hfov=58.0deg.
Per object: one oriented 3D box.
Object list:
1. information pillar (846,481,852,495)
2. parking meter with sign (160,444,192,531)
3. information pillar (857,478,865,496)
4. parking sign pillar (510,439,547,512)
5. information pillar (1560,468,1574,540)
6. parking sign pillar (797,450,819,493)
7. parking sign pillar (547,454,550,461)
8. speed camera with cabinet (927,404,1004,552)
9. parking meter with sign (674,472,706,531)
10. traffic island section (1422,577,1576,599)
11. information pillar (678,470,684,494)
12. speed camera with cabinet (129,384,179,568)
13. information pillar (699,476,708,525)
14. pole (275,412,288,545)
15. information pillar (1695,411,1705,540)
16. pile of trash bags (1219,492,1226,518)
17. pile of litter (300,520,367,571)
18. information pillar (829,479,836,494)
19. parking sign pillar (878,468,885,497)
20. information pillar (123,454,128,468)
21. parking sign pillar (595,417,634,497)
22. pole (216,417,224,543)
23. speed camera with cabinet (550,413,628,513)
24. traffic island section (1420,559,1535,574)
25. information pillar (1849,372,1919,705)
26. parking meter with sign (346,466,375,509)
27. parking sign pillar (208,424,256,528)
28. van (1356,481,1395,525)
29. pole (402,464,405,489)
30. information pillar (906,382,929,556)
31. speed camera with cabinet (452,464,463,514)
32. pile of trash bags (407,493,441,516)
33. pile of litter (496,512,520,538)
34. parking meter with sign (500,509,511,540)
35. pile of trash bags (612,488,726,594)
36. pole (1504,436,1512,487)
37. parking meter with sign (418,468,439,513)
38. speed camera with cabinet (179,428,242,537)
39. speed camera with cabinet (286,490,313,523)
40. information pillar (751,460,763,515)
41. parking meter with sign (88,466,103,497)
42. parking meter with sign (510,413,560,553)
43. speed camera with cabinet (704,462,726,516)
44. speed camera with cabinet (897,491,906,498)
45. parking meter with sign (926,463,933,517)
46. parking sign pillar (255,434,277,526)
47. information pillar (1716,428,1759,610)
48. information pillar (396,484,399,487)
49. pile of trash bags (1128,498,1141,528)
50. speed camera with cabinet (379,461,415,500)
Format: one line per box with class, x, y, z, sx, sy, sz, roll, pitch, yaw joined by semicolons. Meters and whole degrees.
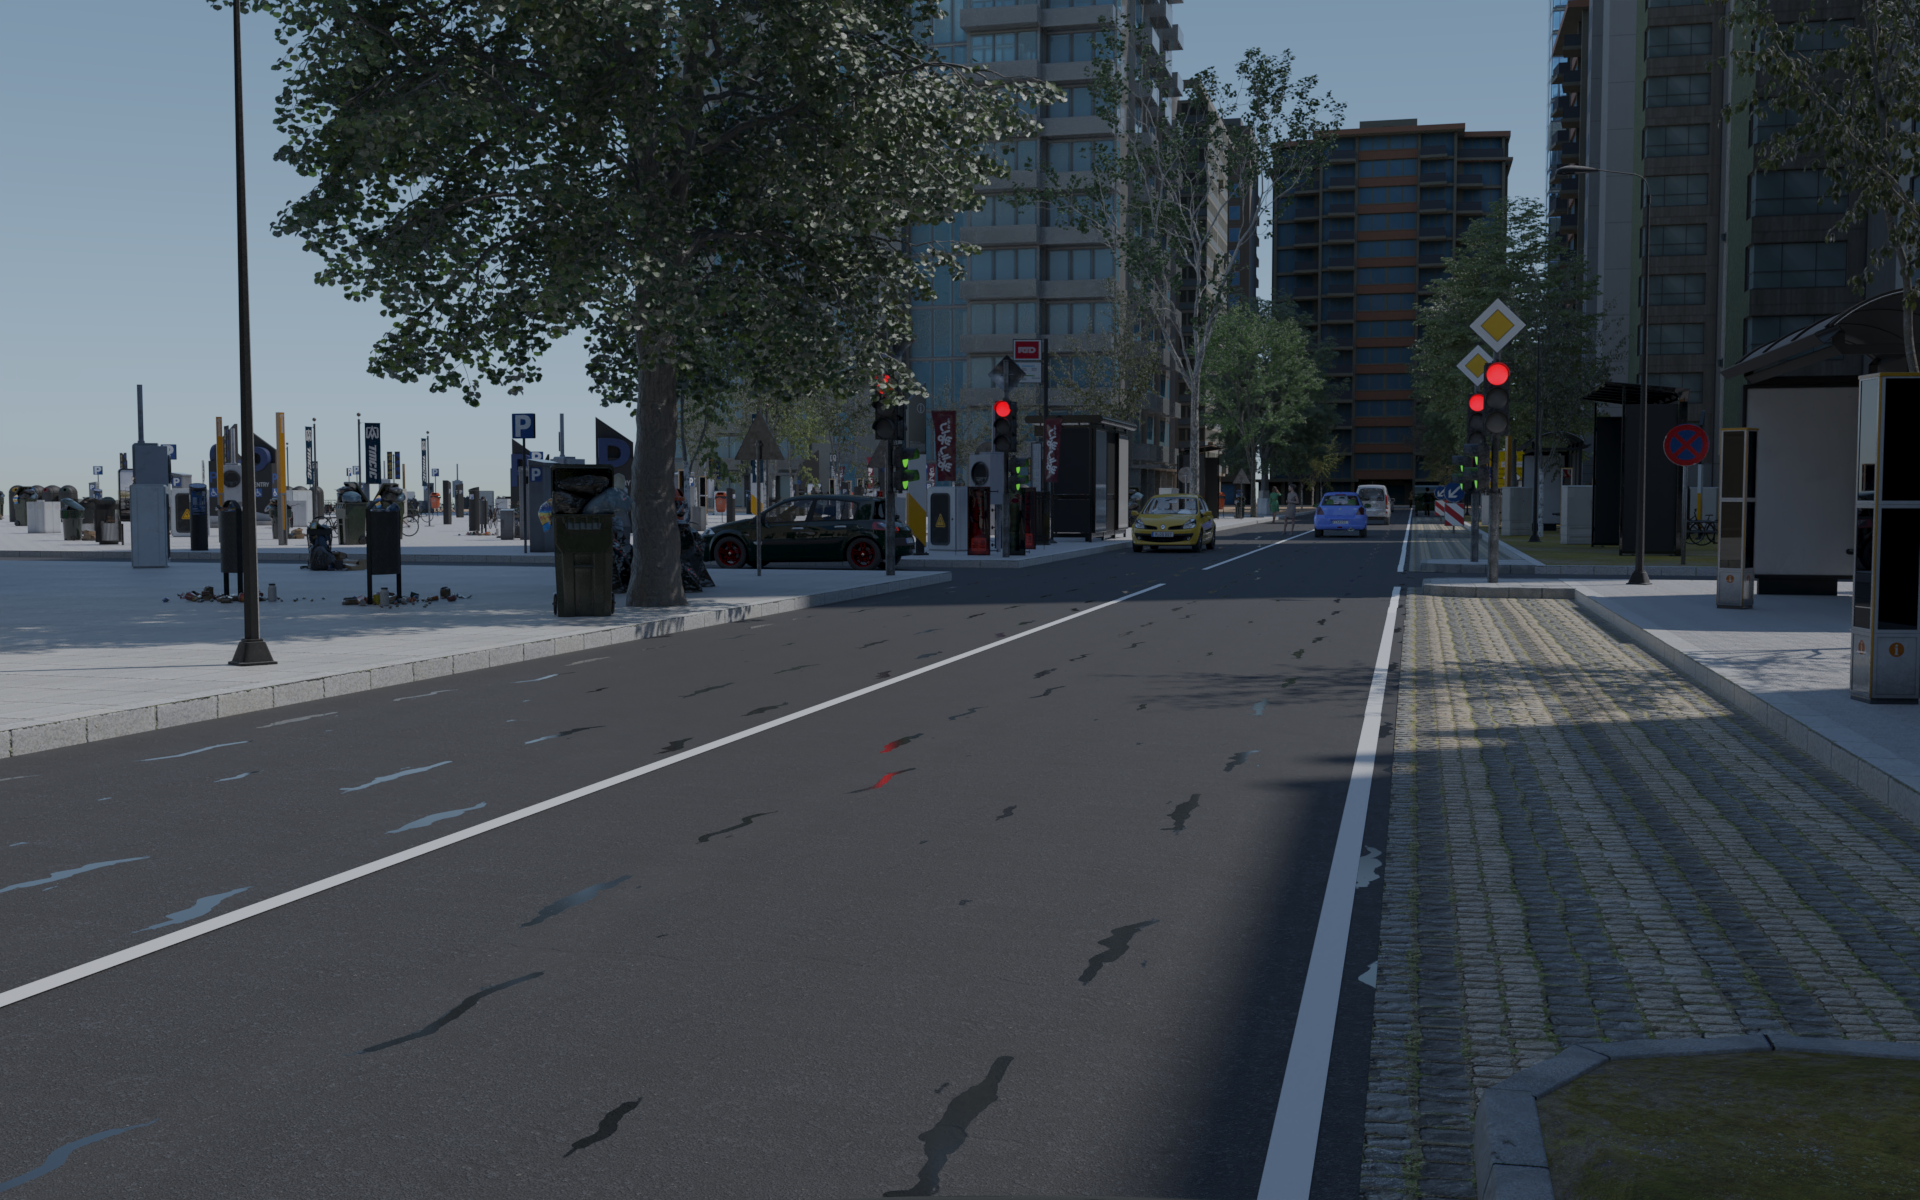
information pillar;-6.182;-5.616;96.318;0.304;2.012;0.304;0;4;4
parking meter with sign;-27.534;-3.980;61.342;0.543;3.016;1.738;0;4;6
information pillar;-4.664;-4.717;81.618;0.304;2.012;0.304;1;4;11
parking sign pillar;-21.119;-5.843;84.007;1.447;3.967;1.447;0;4;7
information pillar;17.061;-2.704;48.709;0.304;2.012;0.304;2;4;23
parking sign pillar;-9.229;-7.150;105.368;1.447;3.967;1.447;-3;4;-36
parking sign pillar;-27.883;-7.804;116.062;1.447;3.967;1.447;0;4;5
speed camera with cabinet;0.146;-2.713;38.695;0.660;3.252;2.038;-3;5;-44
parking meter with sign;-9.582;-3.894;59.922;1.738;3.016;0.543;2;4;27
traffic island section;7.724;-0.169;25.046;2.009;0.180;2.903;1;4;15
information pillar;-8.319;-2.914;52.137;0.304;2.012;0.304;0;4;-6
speed camera with cabinet;-14.370;-2.228;30.766;0.660;3.252;2.038;-1;4;-22
information pillar;-10.621;-4.111;71.705;0.304;2.012;0.304;0;4;3
pole;-16.928;-3.019;43.209;0.158;3.312;0.155;0;3;0
information pillar;20.776;-3.500;48.579;0.183;3.616;0.504;2;4;30
pile of trash bags;13.202;-5.154;94.013;1.912;1.369;3.447;-2;4;-32
pile of litter;-10.668;-0.952;29.535;1.176;0.858;1.719;-1;4;-14
information pillar;-6.105;-4.825;83.386;0.304;2.012;0.304;1;4;16
parking sign pillar;-4.310;-6.759;98.979;1.447;3.967;1.447;1;4;12
information pillar;-48.559;-6.691;100.754;0.504;3.616;0.183;3;4;37
parking sign pillar;-12.031;-4.401;60.429;1.447;3.967;1.447;-1;4;-15
pole;-19.511;-3.171;45.691;0.158;3.312;0.155;0;3;0
speed camera with cabinet;-9.067;-2.935;42.321;2.038;3.252;0.660;2;4;31
traffic island section;9.751;-0.642;32.771;2.009;0.180;2.903;1;4;15
information pillar;5.708;-0.376;10.637;0.304;2.012;0.304;0;4;4
parking meter with sign;-39.979;-7.299;115.602;1.738;3.016;0.543;0;4;7
parking sign pillar;-27.955;-4.727;65.764;1.447;3.967;1.447;1;4;11
van;19.367;-4.547;81.348;2.013;2.044;4.112;1;4;15
pole;-37.401;-7.502;116.501;0.158;3.312;0.155;0;3;0
information pillar;-0.900;-2.739;36.139;0.504;3.616;0.183;-3;5;-41
speed camera with cabinet;-32.187;-7.284;113.429;2.038;3.252;0.660;-1;4;-16
pile of trash bags;-31.596;-5.515;99.917;3.447;1.369;1.912;0;4;7
pile of litter;-12.947;-2.250;50.758;1.176;0.858;1.719;-2;4;-32
parking meter with sign;-12.000;-3.198;48.548;1.738;3.016;0.543;0;4;-6
pile of trash bags;-4.284;-0.865;23.896;1.912;1.369;3.447;0;4;1
pole;19.278;-4.105;60.965;0.158;3.312;0.155;0;3;0
parking meter with sign;-35.954;-7.392;117.118;0.543;3.016;1.738;1;4;18
speed camera with cabinet;-22.526;-3.521;51.908;2.038;3.252;0.660;-1;4;-13
speed camera with cabinet;-29.585;-5.006;76.181;0.660;3.252;2.038;3;4;38
information pillar;-8.122;-4.770;69.336;0.504;3.616;0.183;0;4;0
parking meter with sign;-53.364;-6.754;106.692;0.543;3.016;1.738;0;4;-8
parking meter with sign;-9.135;-2.564;38.190;0.543;3.016;1.738;1;4;19
speed camera with cabinet;-14.613;-6.701;103.892;2.038;3.252;0.660;2;4;30
speed camera with cabinet;-2.508;-5.508;84.386;0.660;3.252;2.038;1;4;16
parking meter with sign;-1.850;-6.189;97.450;0.543;3.016;1.738;-1;4;-16
parking sign pillar;-28.656;-5.045;70.956;1.447;3.967;1.447;1;4;11
information pillar;8.691;-0.910;19.368;0.304;2.012;0.304;-3;5;-43
information pillar;-39.660;-7.189;122.033;0.304;2.012;0.304;-1;4;-9
pile of trash bags;6.235;-3.527;67.415;1.912;1.369;3.447;0;4;7
speed camera with cabinet;-33.512;-6.649;103.053;2.038;3.252;0.660;-1;4;-21
